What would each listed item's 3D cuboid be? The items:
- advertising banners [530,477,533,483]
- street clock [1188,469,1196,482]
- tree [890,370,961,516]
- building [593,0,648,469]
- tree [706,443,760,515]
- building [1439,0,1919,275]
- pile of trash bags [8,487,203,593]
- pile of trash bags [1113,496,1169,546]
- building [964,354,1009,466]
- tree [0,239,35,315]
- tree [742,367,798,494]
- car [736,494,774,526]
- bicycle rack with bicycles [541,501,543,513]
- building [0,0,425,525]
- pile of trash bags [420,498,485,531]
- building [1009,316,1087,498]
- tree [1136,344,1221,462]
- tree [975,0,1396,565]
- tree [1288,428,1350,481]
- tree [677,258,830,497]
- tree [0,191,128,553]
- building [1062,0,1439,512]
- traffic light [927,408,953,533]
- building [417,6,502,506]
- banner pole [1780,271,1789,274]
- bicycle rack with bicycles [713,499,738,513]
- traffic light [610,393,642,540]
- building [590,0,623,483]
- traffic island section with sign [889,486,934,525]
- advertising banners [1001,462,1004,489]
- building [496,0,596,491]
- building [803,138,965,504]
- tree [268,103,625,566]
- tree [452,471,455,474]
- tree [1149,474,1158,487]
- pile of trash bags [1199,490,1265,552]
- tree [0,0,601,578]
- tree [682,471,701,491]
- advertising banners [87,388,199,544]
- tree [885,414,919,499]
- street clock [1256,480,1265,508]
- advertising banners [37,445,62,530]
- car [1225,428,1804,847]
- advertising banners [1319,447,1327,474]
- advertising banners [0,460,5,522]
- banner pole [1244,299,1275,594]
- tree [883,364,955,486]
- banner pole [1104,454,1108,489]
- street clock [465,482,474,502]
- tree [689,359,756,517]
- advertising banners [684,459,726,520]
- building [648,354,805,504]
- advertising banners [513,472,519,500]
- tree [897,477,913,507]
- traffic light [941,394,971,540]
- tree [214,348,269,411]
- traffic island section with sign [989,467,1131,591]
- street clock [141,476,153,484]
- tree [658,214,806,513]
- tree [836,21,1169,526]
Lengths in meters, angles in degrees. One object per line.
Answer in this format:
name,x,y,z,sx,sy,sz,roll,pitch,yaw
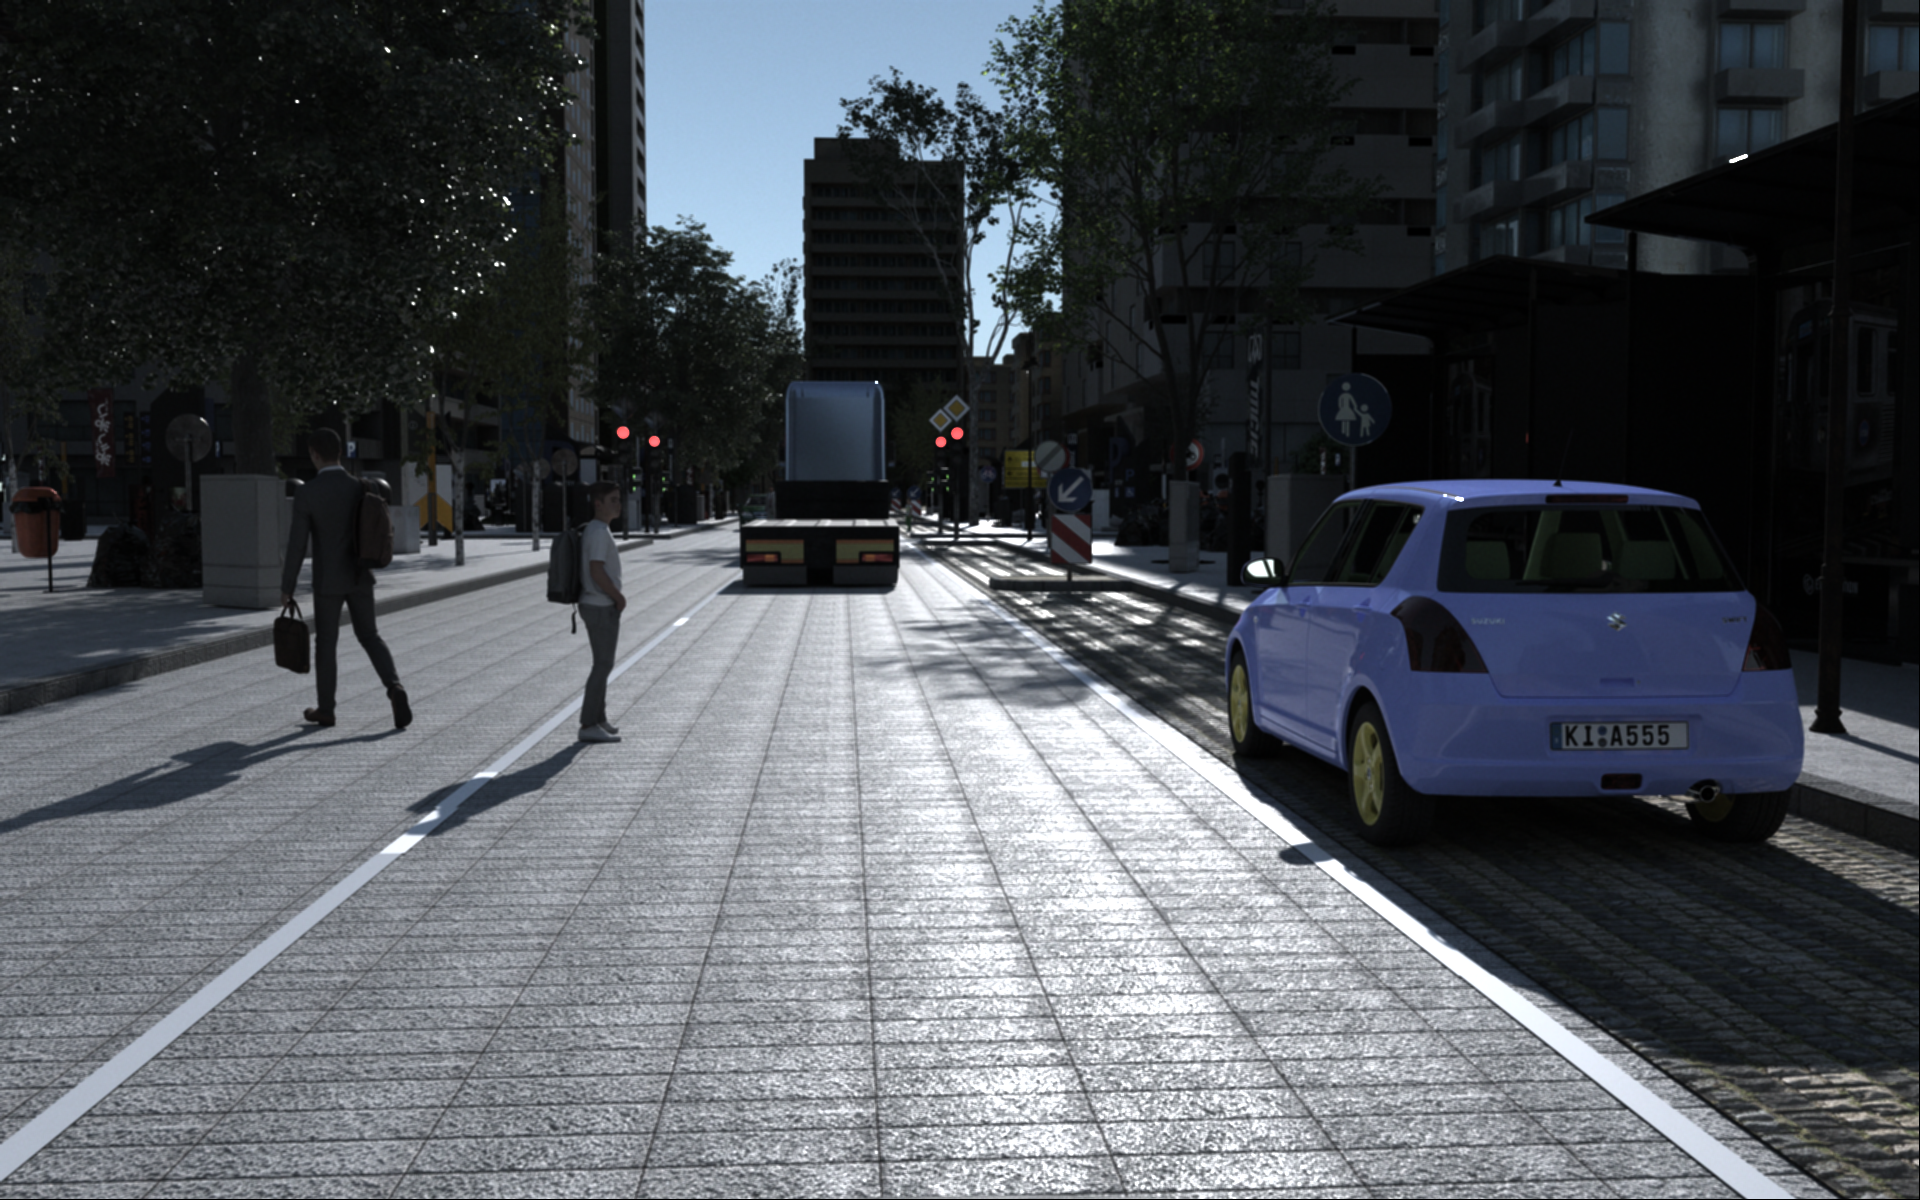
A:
advertising banners,-30.018,-7.850,124.531,0.090,3.025,2.074,3,4,36
street clock,5.140,-2.089,38.732,0.358,2.002,0.471,0,4,1
tree,-1.897,-9.290,102.254,4.737,8.622,4.395,0,3,0
building,-47.176,-39.009,179.803,28.212,58.520,21.231,0,4,-4
tree,-14.261,-7.603,108.021,4.285,4.588,4.351,0,3,0
building,38.455,-28.265,81.749,30.456,49.044,23.786,0,4,-4
pile of trash bags,-11.281,-0.861,23.823,1.912,1.369,3.447,2,4,32
pile of trash bags,5.410,-2.083,43.806,1.912,1.369,3.447,2,4,34
building,14.308,-24.464,245.027,28.899,21.520,27.650,0,4,-4
tree,-17.808,-4.775,28.433,4.737,8.622,4.395,0,3,0
tree,-17.264,-14.776,151.965,12.009,13.543,11.850,0,3,0
car,-7.785,-3.476,68.631,2.131,1.459,4.920,0,4,-5
bicycle rack with bicycles,-23.764,-5.311,100.209,2.925,0.926,2.852,1,4,14
building,-32.509,-18.623,76.180,14.160,30.474,14.107,0,4,-4
pile of trash bags,-18.275,-3.131,60.939,3.447,1.369,1.912,3,5,42
building,20.587,-20.542,180.894,27.650,21.520,28.899,0,4,-4
tree,10.807,-8.178,84.081,4.360,8.622,3.978,0,3,0
tree,4.138,-6.493,31.910,9.928,11.665,9.643,0,3,0
tree,17.215,-5.972,81.348,4.285,4.588,4.351,0,3,0
tree,-15.372,-17.240,137.761,12.611,20.169,13.585,0,3,0
tree,-20.304,-5.326,37.443,4.360,8.622,3.978,0,3,0
building,23.916,-34.413,151.895,28.713,52.752,27.495,0,4,-4
traffic light,-0.658,-4.151,56.784,0.839,4.253,0.868,0,4,-4
building,-41.897,-29.651,108.488,21.300,48.544,21.600,0,4,-4
banner pole,8.200,-1.676,17.419,0.401,3.779,0.863,1,4,14
bicycle rack with bicycles,-16.099,-6.527,120.091,2.852,0.926,2.925,1,4,16
traffic light,-9.304,-3.624,48.178,0.839,4.253,0.868,0,4,-4
building,-41.048,-43.724,153.135,20.563,71.187,20.611,0,4,-4
traffic island section with sign,-2.279,-4.454,81.444,1.989,1.847,2.006,0,4,-4
advertising banners,2.927,-6.057,95.213,2.074,3.025,0.090,-3,5,-44
building,-36.870,-29.730,136.193,14.600,45.320,14.200,0,4,-4
building,-10.644,-37.631,238.974,21.600,48.544,21.300,0,4,-4
tree,-8.916,-4.938,31.104,4.737,8.622,4.395,0,3,0
tree,-24.038,-5.213,79.837,1.663,3.219,1.824,0,3,0
tree,9.134,-5.769,88.918,1.663,3.219,1.824,0,3,0
pile of trash bags,6.322,-1.845,39.925,1.912,1.369,3.447,0,4,-2
tree,-8.762,-7.010,21.265,9.857,13.997,8.962,0,3,0
tree,-19.889,-8.152,127.881,1.663,3.219,1.824,0,3,0
advertising banners,-13.396,-1.969,28.388,2.074,3.025,0.090,1,4,15
tree,-7.691,-17.792,209.021,7.486,12.596,7.792,0,3,0
street clock,15.753,-5.275,90.813,0.471,2.002,0.358,3,5,45
advertising banners,-32.319,-3.992,61.462,0.090,3.025,2.074,0,4,-8
car,2.402,0.075,8.357,1.945,1.707,3.694,0,4,-4
advertising banners,13.966,-4.198,64.817,0.090,3.025,2.074,3,5,44
advertising banners,-49.079,-5.726,89.808,0.090,3.025,2.074,0,4,5
banner pole,3.896,-1.988,22.514,0.401,3.779,0.863,-1,4,-17
tree,-3.358,-11.567,123.540,8.767,10.594,7.601,-3,5,-44
banner pole,9.057,-7.181,107.427,0.401,3.779,0.863,1,4,22
street clock,-29.485,-6.095,104.219,0.471,2.002,0.358,-3,4,-37
tree,-12.955,-8.641,91.649,4.360,8.622,3.978,0,3,0
advertising banners,-12.840,-5.562,87.122,2.074,3.025,0.090,0,4,1
building,-36.033,-24.217,240.994,28.899,21.520,27.650,0,4,-4
advertising banners,-32.398,-7.793,123.605,2.074,3.025,0.090,0,4,3
tree,-5.519,-10.962,173.824,1.663,3.219,1.824,0,3,0
traffic light,-0.116,-3.663,48.818,0.839,4.253,0.868,0,4,-4
tree,-26.305,-7.057,65.739,4.737,8.622,4.395,0,3,0
traffic island section with sign,1.471,-1.080,26.292,1.989,1.847,2.006,0,4,-4
street clock,-31.981,-3.894,68.239,0.471,2.002,0.358,1,4,9
tree,-12.845,-10.544,79.047,9.857,13.997,8.962,0,3,0
tree,1.830,-13.039,69.078,12.611,20.169,13.585,0,3,0
